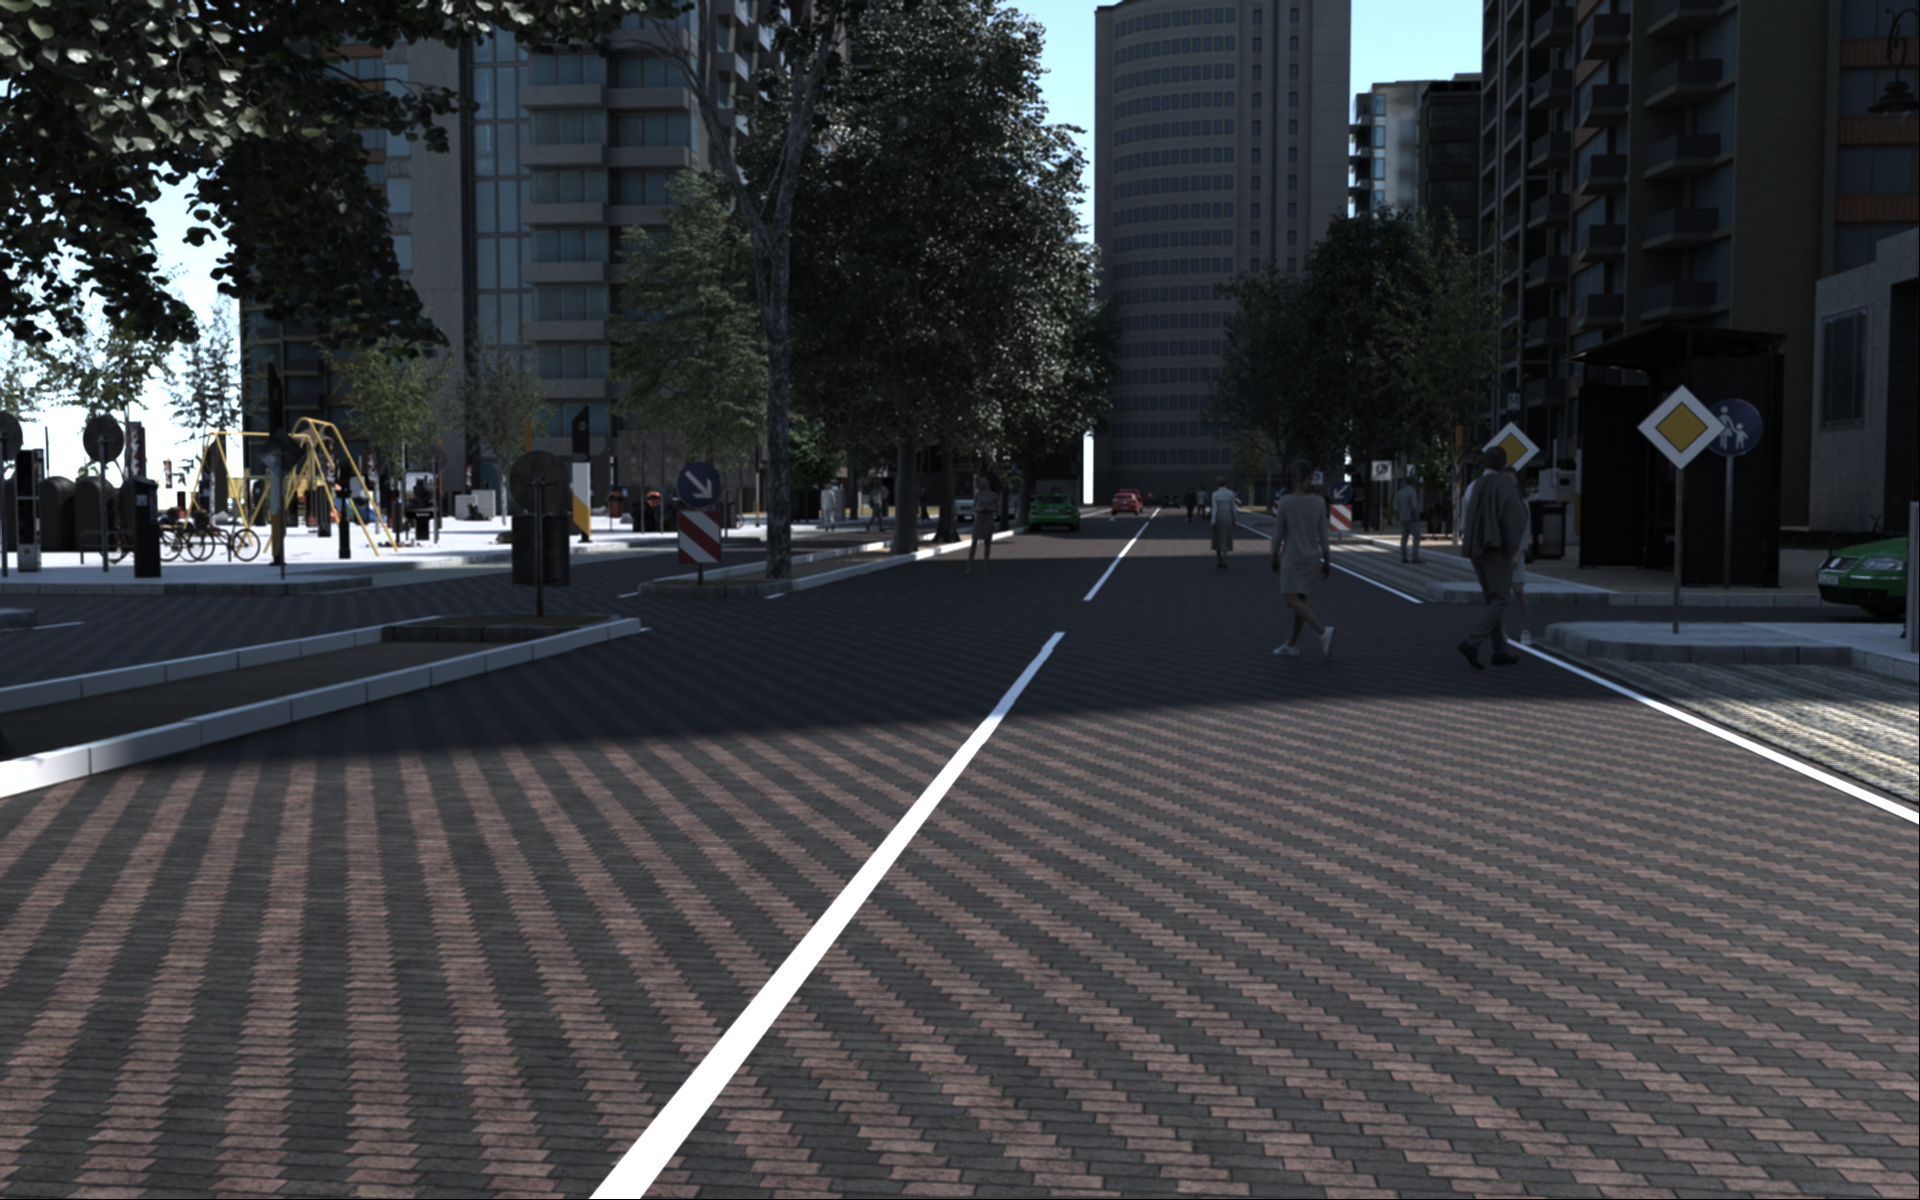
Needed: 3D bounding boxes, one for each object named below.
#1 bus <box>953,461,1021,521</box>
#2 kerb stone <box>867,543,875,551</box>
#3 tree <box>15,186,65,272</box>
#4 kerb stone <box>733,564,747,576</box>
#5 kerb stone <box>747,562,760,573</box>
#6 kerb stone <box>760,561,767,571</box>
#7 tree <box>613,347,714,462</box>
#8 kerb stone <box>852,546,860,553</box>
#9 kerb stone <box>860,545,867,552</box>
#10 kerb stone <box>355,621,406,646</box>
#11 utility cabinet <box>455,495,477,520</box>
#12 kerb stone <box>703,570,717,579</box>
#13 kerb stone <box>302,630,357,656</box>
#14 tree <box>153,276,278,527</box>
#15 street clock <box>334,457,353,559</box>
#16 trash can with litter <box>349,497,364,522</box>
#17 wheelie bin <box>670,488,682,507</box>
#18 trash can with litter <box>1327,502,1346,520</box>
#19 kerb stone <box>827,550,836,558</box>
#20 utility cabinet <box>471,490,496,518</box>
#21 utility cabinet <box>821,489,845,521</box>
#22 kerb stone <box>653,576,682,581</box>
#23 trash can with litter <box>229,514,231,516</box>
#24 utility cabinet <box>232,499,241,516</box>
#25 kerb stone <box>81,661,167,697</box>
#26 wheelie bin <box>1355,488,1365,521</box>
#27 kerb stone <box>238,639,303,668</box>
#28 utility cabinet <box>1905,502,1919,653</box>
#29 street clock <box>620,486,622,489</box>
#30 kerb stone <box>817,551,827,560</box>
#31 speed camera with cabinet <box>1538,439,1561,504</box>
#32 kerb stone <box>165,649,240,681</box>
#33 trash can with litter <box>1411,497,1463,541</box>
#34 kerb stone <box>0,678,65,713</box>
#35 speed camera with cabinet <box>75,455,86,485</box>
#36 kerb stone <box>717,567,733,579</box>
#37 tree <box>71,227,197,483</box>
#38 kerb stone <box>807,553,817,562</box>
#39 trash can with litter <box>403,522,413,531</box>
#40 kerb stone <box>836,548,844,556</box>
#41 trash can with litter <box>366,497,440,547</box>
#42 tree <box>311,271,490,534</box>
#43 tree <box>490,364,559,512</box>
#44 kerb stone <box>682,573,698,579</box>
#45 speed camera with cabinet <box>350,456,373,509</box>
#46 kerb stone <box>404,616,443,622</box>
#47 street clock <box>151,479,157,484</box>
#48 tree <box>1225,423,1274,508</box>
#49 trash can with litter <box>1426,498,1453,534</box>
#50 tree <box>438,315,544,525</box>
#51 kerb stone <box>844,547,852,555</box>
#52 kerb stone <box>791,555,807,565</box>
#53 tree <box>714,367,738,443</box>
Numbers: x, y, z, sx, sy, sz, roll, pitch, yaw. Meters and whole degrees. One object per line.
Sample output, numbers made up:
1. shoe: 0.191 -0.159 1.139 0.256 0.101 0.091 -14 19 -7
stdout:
1. bus: 1.463 -6.070 94.108 2.948 3.499 13.247 0 4 8
2. kerb stone: -2.360 -1.310 43.682 0.120 0.150 1.000 0 4 7
3. tree: -19.416 -5.048 32.904 4.360 8.622 3.978 0 3 0
4. kerb stone: -3.976 -0.505 30.449 0.120 0.150 1.000 0 4 7
5. kerb stone: -3.849 -0.567 31.464 0.120 0.150 1.000 0 4 7
6. kerb stone: -3.724 -0.629 32.486 0.120 0.150 1.000 0 4 7
7. tree: -15.120 -8.211 84.612 4.360 8.622 3.978 0 3 0
8. kerb stone: -2.612 -1.186 41.650 0.120 0.150 1.000 0 4 7
9. kerb stone: -2.487 -1.245 42.665 0.120 0.150 1.000 0 4 7
10. kerb stone: -5.644 0.339 16.686 0.120 0.150 1.000 0 4 7
11. utility cabinet: -24.464 -4.564 85.789 1.020 1.237 0.306 0 4 -3
12. kerb stone: -4.215 -0.376 28.416 0.120 0.150 1.000 0 4 7
13. kerb stone: -5.767 0.403 15.668 0.120 0.150 1.000 0 4 7
14. tree: -25.524 -6.648 59.061 4.360 8.622 3.978 0 3 0
15. street clock: -12.196 -1.817 34.276 0.358 2.002 0.471 -2 4 -31
16. trash can with litter: -27.800 -4.156 79.343 1.055 1.170 0.624 2 4 28
17. wheelie bin: -14.839 -5.106 91.389 0.980 1.594 0.693 1 4 12
18. trash can with litter: 19.133 -4.584 86.006 1.678 1.210 2.233 -1 4 -18
19. kerb stone: -2.984 -0.997 38.588 0.120 0.150 1.000 0 4 7
20. utility cabinet: -25.278 -5.089 91.891 1.173 1.500 0.318 0 4 1
21. utility cabinet: -5.895 -4.391 80.473 1.173 1.500 0.318 2 4 31
22. kerb stone: -4.464 -0.256 26.375 0.120 0.150 1.000 0 4 7
23. trash can with litter: -40.926 -5.141 95.110 2.233 1.210 1.678 0 4 6
24. utility cabinet: -42.765 -5.733 102.413 0.318 1.500 1.173 -1 4 -12
25. kerb stone: -6.138 0.587 12.616 0.120 0.150 1.000 0 4 7
26. wheelie bin: 19.088 -4.622 83.486 0.980 1.594 0.693 0 4 5
27. kerb stone: -5.888 0.461 14.653 0.120 0.150 1.000 0 4 7
28. utility cabinet: 8.212 -0.168 13.913 1.020 1.237 0.306 1 4 19
29. street clock: -19.423 -5.860 100.383 0.471 2.002 0.358 1 4 18
30. kerb stone: -3.105 -0.940 37.568 0.120 0.150 1.000 0 4 7
31. speed camera with cabinet: 22.096 -4.205 63.093 2.038 3.252 0.660 -1 4 -19
32. kerb stone: -6.017 0.527 13.639 0.120 0.150 1.000 0 4 7
33. trash can with litter: 13.281 -2.254 47.904 2.233 1.210 1.678 -2 4 -24
34. kerb stone: -6.258 0.648 11.600 0.120 0.150 1.000 0 4 7
35. speed camera with cabinet: -45.404 -5.753 88.395 2.038 3.252 0.660 0 4 -4
36. kerb stone: -4.089 -0.441 29.434 0.120 0.150 1.000 0 4 7
37. tree: -22.720 -5.876 46.441 4.737 8.622 4.395 0 3 0
38. kerb stone: -3.233 -0.875 36.546 0.120 0.150 1.000 0 4 7
39. trash can with litter: -19.115 -3.016 60.694 1.055 1.170 0.624 -1 4 -20
40. kerb stone: -2.860 -1.065 39.609 0.120 0.150 1.000 0 4 7
41. trash can with litter: -13.699 -1.921 42.461 1.678 1.210 2.233 -1 4 -21
42. tree: -18.316 -6.395 54.923 4.737 8.622 4.395 0 3 0
43. tree: -24.785 -9.003 97.565 4.737 8.622 4.395 0 3 0
44. kerb stone: -4.338 -0.313 27.392 0.120 0.150 1.000 0 4 7
45. speed camera with cabinet: -31.067 -5.844 89.884 0.660 3.252 2.038 0 4 -1
46. kerb stone: -5.518 0.275 17.700 0.120 0.150 1.000 0 4 7
47. street clock: -38.756 -4.797 83.004 0.471 2.002 0.358 -1 4 -17
48. tree: 26.723 -12.789 159.462 4.737 8.622 4.395 0 3 0
49. trash can with litter: 15.633 -2.737 56.133 1.055 1.170 0.624 1 4 18
50. tree: -18.722 -7.335 70.294 4.360 8.622 3.978 0 3 0
51. kerb stone: -2.738 -1.127 40.629 0.120 0.150 1.000 0 4 7
52. kerb stone: -3.359 -0.814 35.531 0.120 0.150 1.000 0 4 7
53. tree: -13.964 -8.830 94.726 4.360 8.622 3.978 0 3 0
